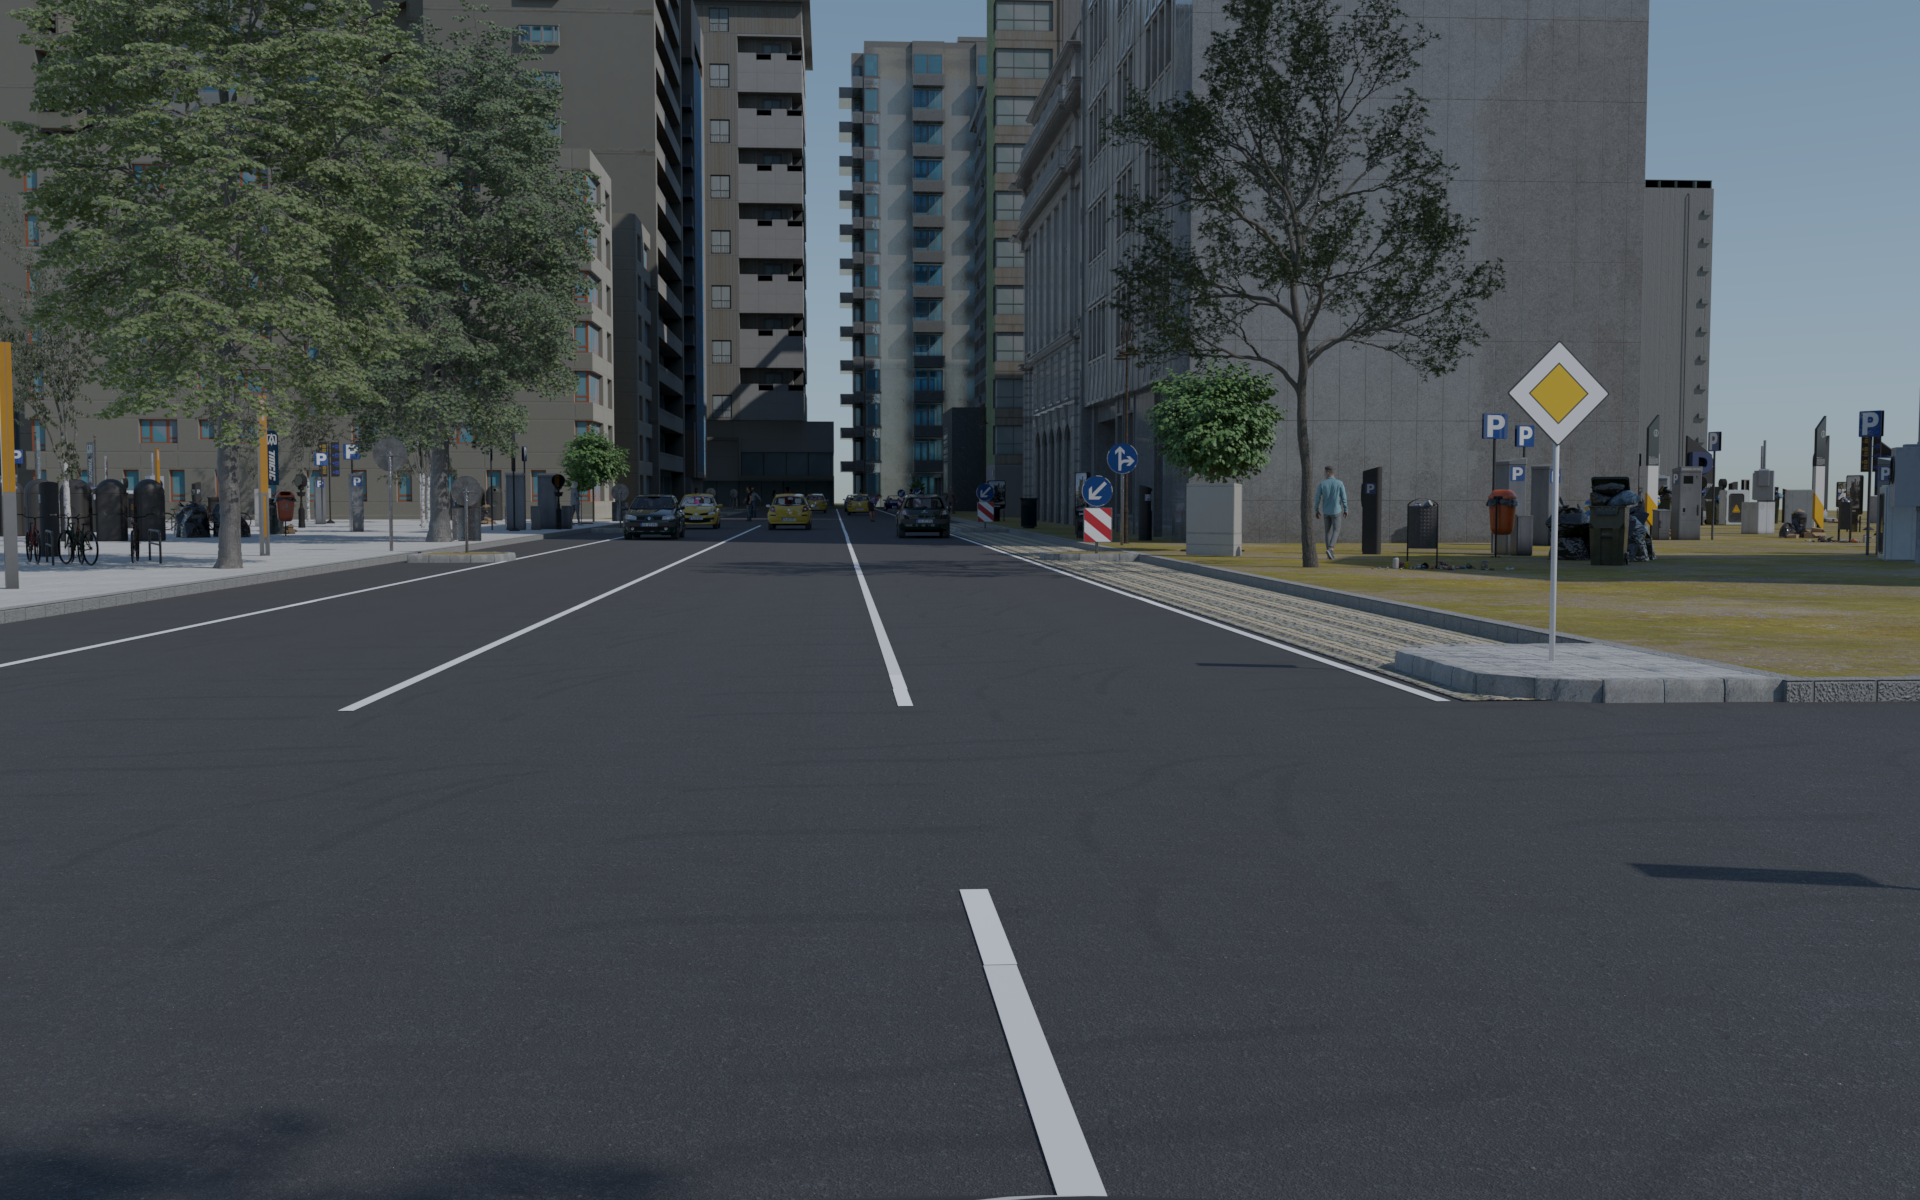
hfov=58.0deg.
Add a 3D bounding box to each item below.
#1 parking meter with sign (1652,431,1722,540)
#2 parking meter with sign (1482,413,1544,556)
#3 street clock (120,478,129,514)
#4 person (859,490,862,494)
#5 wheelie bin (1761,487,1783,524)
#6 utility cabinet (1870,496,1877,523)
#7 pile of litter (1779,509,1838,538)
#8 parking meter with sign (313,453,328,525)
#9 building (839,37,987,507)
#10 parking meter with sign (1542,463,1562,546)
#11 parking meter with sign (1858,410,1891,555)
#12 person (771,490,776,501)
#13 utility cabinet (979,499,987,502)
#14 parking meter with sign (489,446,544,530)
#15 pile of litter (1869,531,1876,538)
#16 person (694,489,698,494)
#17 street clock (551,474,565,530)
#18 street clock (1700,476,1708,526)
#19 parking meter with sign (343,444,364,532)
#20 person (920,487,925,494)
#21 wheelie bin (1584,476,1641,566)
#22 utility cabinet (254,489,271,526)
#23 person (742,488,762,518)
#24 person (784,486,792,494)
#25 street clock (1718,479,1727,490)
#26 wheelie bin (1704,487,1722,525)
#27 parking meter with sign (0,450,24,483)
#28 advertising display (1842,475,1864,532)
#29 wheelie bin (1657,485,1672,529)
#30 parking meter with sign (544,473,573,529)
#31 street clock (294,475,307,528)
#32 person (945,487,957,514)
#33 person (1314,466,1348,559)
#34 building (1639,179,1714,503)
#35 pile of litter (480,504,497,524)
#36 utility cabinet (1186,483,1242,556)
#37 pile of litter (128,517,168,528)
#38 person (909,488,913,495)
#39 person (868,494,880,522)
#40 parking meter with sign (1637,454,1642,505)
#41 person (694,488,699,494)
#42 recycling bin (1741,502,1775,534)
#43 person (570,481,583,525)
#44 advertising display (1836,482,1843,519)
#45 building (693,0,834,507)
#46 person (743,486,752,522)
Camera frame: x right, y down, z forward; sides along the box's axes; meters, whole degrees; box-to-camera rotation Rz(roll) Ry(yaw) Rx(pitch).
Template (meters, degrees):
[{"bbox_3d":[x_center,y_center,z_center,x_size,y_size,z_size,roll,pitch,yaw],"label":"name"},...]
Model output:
[{"bbox_3d":[20.249,-3.184,48.318,1.738,3.016,0.543,0,4,-7],"label":"parking meter with sign"},{"bbox_3d":[11.658,-2.475,36.727,0.543,3.016,1.738,0,4,-6],"label":"parking meter with sign"},{"bbox_3d":[-38.236,-4.571,79.298,0.358,2.002,0.471,-3,5,-41],"label":"street clock"},{"bbox_3d":[-8.646,-8.755,151.655,0.705,1.823,1.348,-1,4,-16],"label":"person"},{"bbox_3d":[35.207,-4.114,75.170,0.980,1.594,0.693,1,4,10],"label":"wheelie bin"},{"bbox_3d":[40.384,-3.962,75.935,0.306,1.237,1.020,-2,4,-26],"label":"utility cabinet"},{"bbox_3d":[24.747,-2.244,50.652,1.719,0.858,1.176,0,4,1],"label":"pile of litter"},{"bbox_3d":[-27.182,-4.727,73.553,0.543,3.016,1.738,-2,4,-25],"label":"parking meter with sign"},{"bbox_3d":[2.418,-34.551,184.524,30.456,49.044,23.786,0,4,-4],"label":"building"},{"bbox_3d":[14.577,-2.866,43.113,0.543,3.016,1.738,-1,4,-21],"label":"parking meter with sign"},{"bbox_3d":[19.794,-2.464,36.543,1.738,3.016,0.543,-1,4,-22],"label":"parking meter with sign"},{"bbox_3d":[-13.870,-7.390,130.049,0.721,1.735,1.217,-3,5,-40],"label":"person"},{"bbox_3d":[1.183,-4.601,83.911,0.318,1.500,1.173,0,4,-8],"label":"utility cabinet"},{"bbox_3d":[-15.824,-3.999,61.652,1.738,3.016,0.543,-1,4,-18],"label":"parking meter with sign"},{"bbox_3d":[27.237,-2.234,50.492,1.719,0.858,1.176,-1,4,-10],"label":"pile of litter"},{"bbox_3d":[-15.070,-5.493,99.000,1.217,1.739,0.721,0,4,-8],"label":"person"},{"bbox_3d":[-14.499,-3.548,62.572,0.471,2.002,0.358,0,4,-7],"label":"street clock"},{"bbox_3d":[30.025,-4.013,70.178,0.471,2.002,0.358,2,4,34],"label":"street clock"},{"bbox_3d":[-20.734,-3.860,59.370,0.543,3.016,1.738,-2,4,-26],"label":"parking meter with sign"},{"bbox_3d":[-2.128,-5.653,100.938,0.705,1.822,1.348,0,3,0],"label":"person"},{"bbox_3d":[11.732,-1.425,31.215,0.980,1.594,0.693,2,4,29],"label":"wheelie bin"},{"bbox_3d":[-27.731,-3.682,68.875,0.318,1.500,1.173,0,4,-5],"label":"utility cabinet"},{"bbox_3d":[-12.503,-5.865,104.480,1.350,1.814,0.705,2,4,24],"label":"person"},{"bbox_3d":[-8.890,-4.969,89.702,1.348,1.831,0.705,1,4,20],"label":"person"},{"bbox_3d":[35.854,-4.703,81.456,0.358,2.002,0.471,0,4,-1],"label":"street clock"},{"bbox_3d":[31.721,-3.966,72.753,0.693,1.594,0.980,-1,4,-21],"label":"wheelie bin"},{"bbox_3d":[-36.888,-4.330,67.060,0.543,3.016,1.738,0,4,-4],"label":"parking meter with sign"},{"bbox_3d":[30.306,-3.271,58.699,0.123,1.923,0.974,0,4,1],"label":"advertising display"},{"bbox_3d":[25.492,-3.349,62.663,0.693,1.594,0.980,3,4,37],"label":"wheelie bin"},{"bbox_3d":[-15.076,-4.101,63.311,1.738,3.016,0.543,0,4,-4],"label":"parking meter with sign"},{"bbox_3d":[-24.920,-3.728,65.521,0.471,2.002,0.358,2,4,30],"label":"street clock"},{"bbox_3d":[-0.562,-6.546,113.615,0.990,1.755,0.434,3,4,39],"label":"person"},{"bbox_3d":[7.291,-1.732,34.218,0.638,1.841,0.748,2,4,33],"label":"person"},{"bbox_3d":[59.797,-23.830,161.318,14.107,30.474,14.160,0,4,-4],"label":"building"},{"bbox_3d":[-20.206,-3.630,73.319,1.719,0.858,1.176,2,4,30],"label":"pile of litter"},{"bbox_3d":[5.222,-1.646,35.585,1.173,1.500,0.318,3,5,43],"label":"utility cabinet"},{"bbox_3d":[-30.612,-3.132,65.172,1.176,0.858,1.719,3,4,38],"label":"pile of litter"},{"bbox_3d":[-3.423,-6.833,120.164,0.705,1.831,1.348,2,4,35],"label":"person"},{"bbox_3d":[-4.451,-4.787,89.994,0.697,1.427,0.421,2,4,25],"label":"person"},{"bbox_3d":[30.054,-4.785,74.491,1.738,3.016,0.543,1,4,11],"label":"parking meter with sign"},{"bbox_3d":[-16.226,-5.988,106.403,0.705,1.824,1.348,3,5,42],"label":"person"},{"bbox_3d":[25.676,-2.641,55.734,0.722,1.027,0.722,-1,4,-20],"label":"recycling bin"},{"bbox_3d":[-15.713,-3.955,70.894,0.526,1.800,0.537,-2,4,-30],"label":"person"},{"bbox_3d":[45.983,-5.188,90.035,0.974,1.923,0.123,-1,4,-15],"label":"advertising display"},{"bbox_3d":[-27.305,-36.408,184.512,27.495,52.752,28.713,0,4,-4],"label":"building"},{"bbox_3d":[-10.948,-4.955,89.523,0.705,1.822,1.348,-1,4,-20],"label":"person"}]
